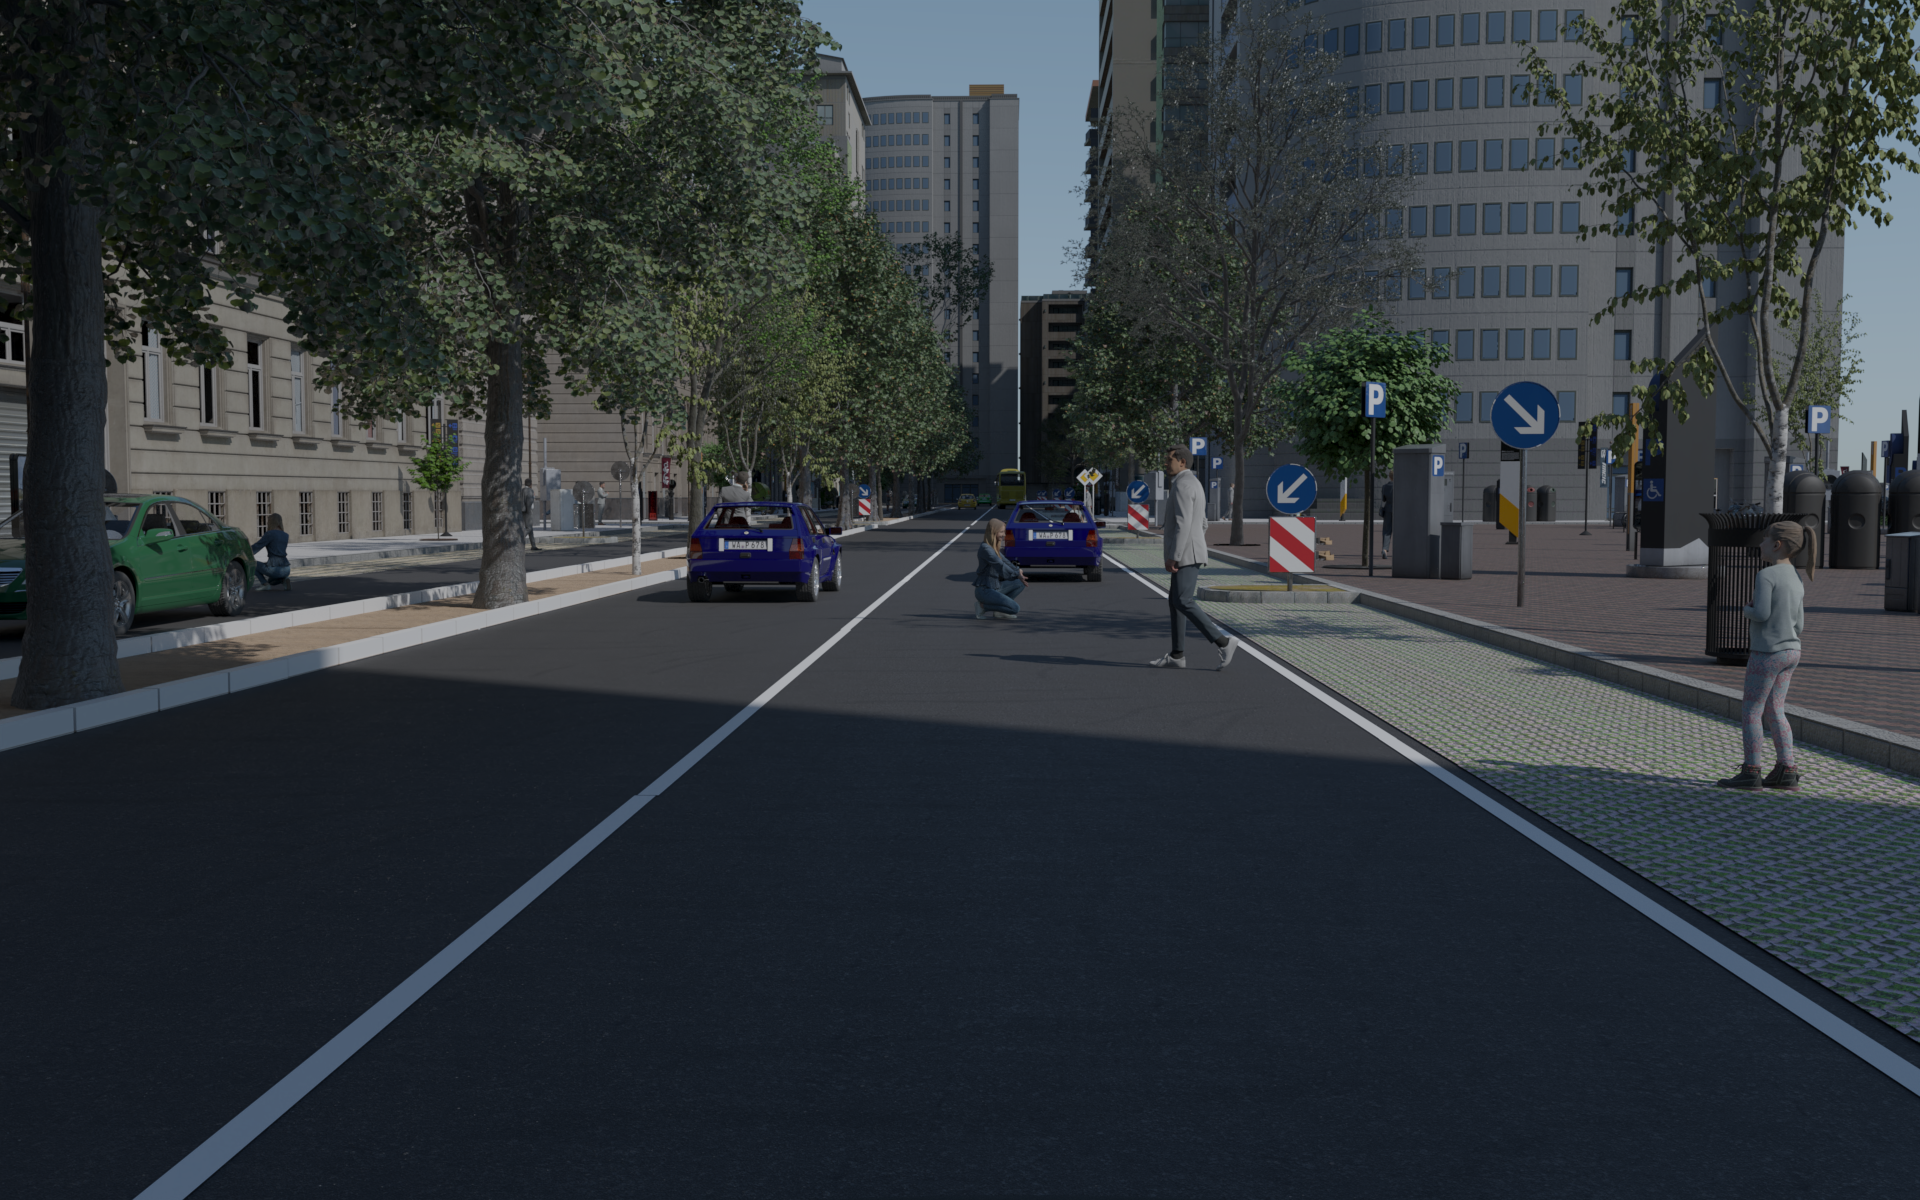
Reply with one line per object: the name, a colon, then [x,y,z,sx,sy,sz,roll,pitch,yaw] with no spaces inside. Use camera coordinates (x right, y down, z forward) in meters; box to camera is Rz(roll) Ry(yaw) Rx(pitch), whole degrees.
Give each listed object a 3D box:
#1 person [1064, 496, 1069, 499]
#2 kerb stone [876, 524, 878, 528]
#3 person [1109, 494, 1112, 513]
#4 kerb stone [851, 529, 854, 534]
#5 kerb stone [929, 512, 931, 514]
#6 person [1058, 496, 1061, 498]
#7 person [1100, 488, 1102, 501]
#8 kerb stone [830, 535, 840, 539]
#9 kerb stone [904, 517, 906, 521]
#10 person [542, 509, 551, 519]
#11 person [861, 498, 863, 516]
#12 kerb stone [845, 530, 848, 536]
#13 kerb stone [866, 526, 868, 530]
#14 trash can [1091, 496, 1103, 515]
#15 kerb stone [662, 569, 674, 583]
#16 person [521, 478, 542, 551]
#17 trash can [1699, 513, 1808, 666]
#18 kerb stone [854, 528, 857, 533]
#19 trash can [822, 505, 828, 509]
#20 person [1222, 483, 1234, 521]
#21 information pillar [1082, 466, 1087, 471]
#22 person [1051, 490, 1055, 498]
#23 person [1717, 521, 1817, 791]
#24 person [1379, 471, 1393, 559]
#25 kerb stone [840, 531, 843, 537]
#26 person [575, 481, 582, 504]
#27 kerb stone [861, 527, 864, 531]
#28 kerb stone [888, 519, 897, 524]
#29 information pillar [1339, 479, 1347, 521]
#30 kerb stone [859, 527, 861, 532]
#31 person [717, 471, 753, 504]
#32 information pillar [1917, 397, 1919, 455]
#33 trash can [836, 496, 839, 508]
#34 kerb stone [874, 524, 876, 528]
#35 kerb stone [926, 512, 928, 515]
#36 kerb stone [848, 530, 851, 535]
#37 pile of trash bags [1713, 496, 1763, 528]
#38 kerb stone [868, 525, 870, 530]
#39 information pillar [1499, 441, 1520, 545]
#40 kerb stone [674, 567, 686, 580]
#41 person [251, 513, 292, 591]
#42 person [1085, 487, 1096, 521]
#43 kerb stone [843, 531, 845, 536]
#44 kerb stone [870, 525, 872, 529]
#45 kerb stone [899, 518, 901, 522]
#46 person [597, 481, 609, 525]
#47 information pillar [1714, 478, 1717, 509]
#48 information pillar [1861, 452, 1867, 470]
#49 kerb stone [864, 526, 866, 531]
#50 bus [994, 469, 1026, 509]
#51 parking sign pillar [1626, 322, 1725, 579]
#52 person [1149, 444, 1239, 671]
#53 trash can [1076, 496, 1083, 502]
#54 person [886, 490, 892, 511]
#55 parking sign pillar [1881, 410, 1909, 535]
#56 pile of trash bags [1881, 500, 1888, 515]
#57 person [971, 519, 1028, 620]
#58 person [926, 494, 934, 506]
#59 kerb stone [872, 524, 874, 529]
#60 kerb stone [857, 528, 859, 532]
person: [13.249,-12.701,213.795,0.705,1.812,1.348,-2,4,-28]
kerb stone: [-3.625,-3.070,72.393,0.120,0.150,1.000,0,4,2]
person: [9.922,-6.467,116.047,0.640,1.303,0.475,-3,4,-37]
kerb stone: [-3.944,-2.380,61.108,0.120,0.150,1.000,0,4,2]
kerb stone: [-2.275,-5.985,120.054,0.120,0.150,1.000,0,4,2]
person: [13.060,-13.642,229.810,0.721,1.735,1.217,2,4,29]
person: [10.582,-7.669,132.272,0.643,1.720,0.563,-2,4,-27]
kerb stone: [-4.080,-2.064,55.991,0.120,0.150,1.000,0,4,2]
kerb stone: [-3.084,-4.230,91.361,0.120,0.150,1.000,0,4,2]
person: [-15.513,-3.353,66.355,1.012,1.151,0.738,-2,4,-23]
person: [-6.467,-6.178,113.779,0.475,1.303,0.640,-1,4,-11]
kerb stone: [-4.005,-2.254,59.064,0.120,0.150,1.000,0,4,2]
kerb stone: [-3.772,-2.753,67.265,0.120,0.150,1.000,0,4,2]
trash can: [8.242,-5.690,104.687,0.748,1.137,0.748,0,3,0]
kerb stone: [-4.868,-0.374,28.307,0.120,0.150,1.000,0,4,2]
person: [-10.846,-2.130,43.432,0.850,1.850,0.679,-3,5,-40]
trash can: [5.960,-0.086,13.054,0.748,1.137,0.748,0,3,0]
kerb stone: [-3.907,-2.443,62.131,0.120,0.150,1.000,0,4,2]
trash can: [-11.584,-8.318,147.646,0.748,1.137,0.748,0,3,0]
person: [13.077,-4.735,83.576,0.853,1.813,0.709,-1,4,-12]
information pillar: [10.275,-9.269,142.906,0.504,3.616,0.183,-2,4,-28]
person: [12.298,-13.514,226.985,0.705,1.826,1.348,2,4,29]
person: [3.886,0.271,8.351,0.394,1.301,0.425,3,4,36]
person: [8.551,-1.693,34.149,0.576,1.772,0.534,1,4,18]
kerb stone: [-4.059,-2.130,57.017,0.120,0.150,1.000,0,4,2]
person: [-15.531,-3.948,70.578,0.794,1.824,0.713,-3,5,-42]
kerb stone: [-3.823,-2.632,65.222,0.120,0.150,1.000,0,4,2]
kerb stone: [-3.286,-3.788,84.197,0.120,0.150,1.000,0,4,2]
information pillar: [18.156,-5.543,81.988,0.183,3.616,0.504,-1,4,-15]
kerb stone: [-3.859,-2.569,64.194,0.120,0.150,1.000,0,4,2]
person: [-3.706,-1.211,28.477,0.592,1.802,0.473,1,4,14]
information pillar: [19.774,-2.709,35.648,0.183,3.616,0.504,3,4,36]
trash can: [-10.876,-8.812,155.726,0.748,1.137,0.748,0,3,0]
kerb stone: [-3.656,-3.003,71.362,0.120,0.150,1.000,0,4,2]
kerb stone: [-2.396,-5.734,115.946,0.120,0.150,1.000,0,4,2]
kerb stone: [-3.964,-2.317,60.085,0.120,0.150,1.000,0,4,2]
pile of trash bags: [18.880,-2.038,43.076,3.447,1.369,1.912,0,4,0]
kerb stone: [-3.740,-2.820,68.294,0.120,0.150,1.000,0,4,2]
information pillar: [13.996,-3.221,44.019,0.504,3.616,0.183,2,4,24]
kerb stone: [-4.835,-0.433,29.331,0.120,0.150,1.000,0,4,2]
person: [-10.336,-0.716,25.709,0.738,1.151,1.012,2,4,34]
person: [6.422,-4.783,86.968,0.850,1.792,0.678,1,4,10]
kerb stone: [-4.035,-2.192,58.042,0.120,0.150,1.000,0,4,2]
kerb stone: [-3.712,-2.882,69.319,0.120,0.150,1.000,0,4,2]
kerb stone: [-3.204,-3.980,87.264,0.120,0.150,1.000,0,4,2]
person: [-14.679,-3.976,71.234,0.466,1.800,0.511,-1,4,-10]
information pillar: [35.084,-4.667,80.805,0.304,2.012,0.304,-1,4,-9]
information pillar: [50.716,-6.475,97.226,0.504,3.616,0.183,-2,4,-34]
kerb stone: [-3.798,-2.694,66.243,0.120,0.150,1.000,0,4,2]
bus: [4.925,-10.850,168.951,2.896,3.916,12.252,0,3,0]
parking sign pillar: [11.055,-2.334,26.628,1.447,3.967,1.447,-2,4,-35]
person: [1.923,-0.358,14.195,0.795,1.843,0.661,1,4,21]
trash can: [9.495,-7.650,136.737,0.748,1.137,0.748,0,3,0]
person: [-5.879,-8.234,143.476,0.532,1.782,0.716,0,4,-1]
parking sign pillar: [29.740,-4.060,54.851,1.447,3.967,1.447,2,4,24]
pile of trash bags: [46.968,-4.775,87.822,1.912,1.369,3.447,0,4,5]
person: [0.530,-0.362,19.922,0.738,1.151,1.012,1,4,15]
person: [-3.439,-11.791,201.992,1.217,1.736,0.721,0,4,-6]
kerb stone: [-3.683,-2.944,70.340,0.120,0.150,1.000,0,4,2]
kerb stone: [-3.891,-2.499,63.160,0.120,0.150,1.000,0,4,2]
